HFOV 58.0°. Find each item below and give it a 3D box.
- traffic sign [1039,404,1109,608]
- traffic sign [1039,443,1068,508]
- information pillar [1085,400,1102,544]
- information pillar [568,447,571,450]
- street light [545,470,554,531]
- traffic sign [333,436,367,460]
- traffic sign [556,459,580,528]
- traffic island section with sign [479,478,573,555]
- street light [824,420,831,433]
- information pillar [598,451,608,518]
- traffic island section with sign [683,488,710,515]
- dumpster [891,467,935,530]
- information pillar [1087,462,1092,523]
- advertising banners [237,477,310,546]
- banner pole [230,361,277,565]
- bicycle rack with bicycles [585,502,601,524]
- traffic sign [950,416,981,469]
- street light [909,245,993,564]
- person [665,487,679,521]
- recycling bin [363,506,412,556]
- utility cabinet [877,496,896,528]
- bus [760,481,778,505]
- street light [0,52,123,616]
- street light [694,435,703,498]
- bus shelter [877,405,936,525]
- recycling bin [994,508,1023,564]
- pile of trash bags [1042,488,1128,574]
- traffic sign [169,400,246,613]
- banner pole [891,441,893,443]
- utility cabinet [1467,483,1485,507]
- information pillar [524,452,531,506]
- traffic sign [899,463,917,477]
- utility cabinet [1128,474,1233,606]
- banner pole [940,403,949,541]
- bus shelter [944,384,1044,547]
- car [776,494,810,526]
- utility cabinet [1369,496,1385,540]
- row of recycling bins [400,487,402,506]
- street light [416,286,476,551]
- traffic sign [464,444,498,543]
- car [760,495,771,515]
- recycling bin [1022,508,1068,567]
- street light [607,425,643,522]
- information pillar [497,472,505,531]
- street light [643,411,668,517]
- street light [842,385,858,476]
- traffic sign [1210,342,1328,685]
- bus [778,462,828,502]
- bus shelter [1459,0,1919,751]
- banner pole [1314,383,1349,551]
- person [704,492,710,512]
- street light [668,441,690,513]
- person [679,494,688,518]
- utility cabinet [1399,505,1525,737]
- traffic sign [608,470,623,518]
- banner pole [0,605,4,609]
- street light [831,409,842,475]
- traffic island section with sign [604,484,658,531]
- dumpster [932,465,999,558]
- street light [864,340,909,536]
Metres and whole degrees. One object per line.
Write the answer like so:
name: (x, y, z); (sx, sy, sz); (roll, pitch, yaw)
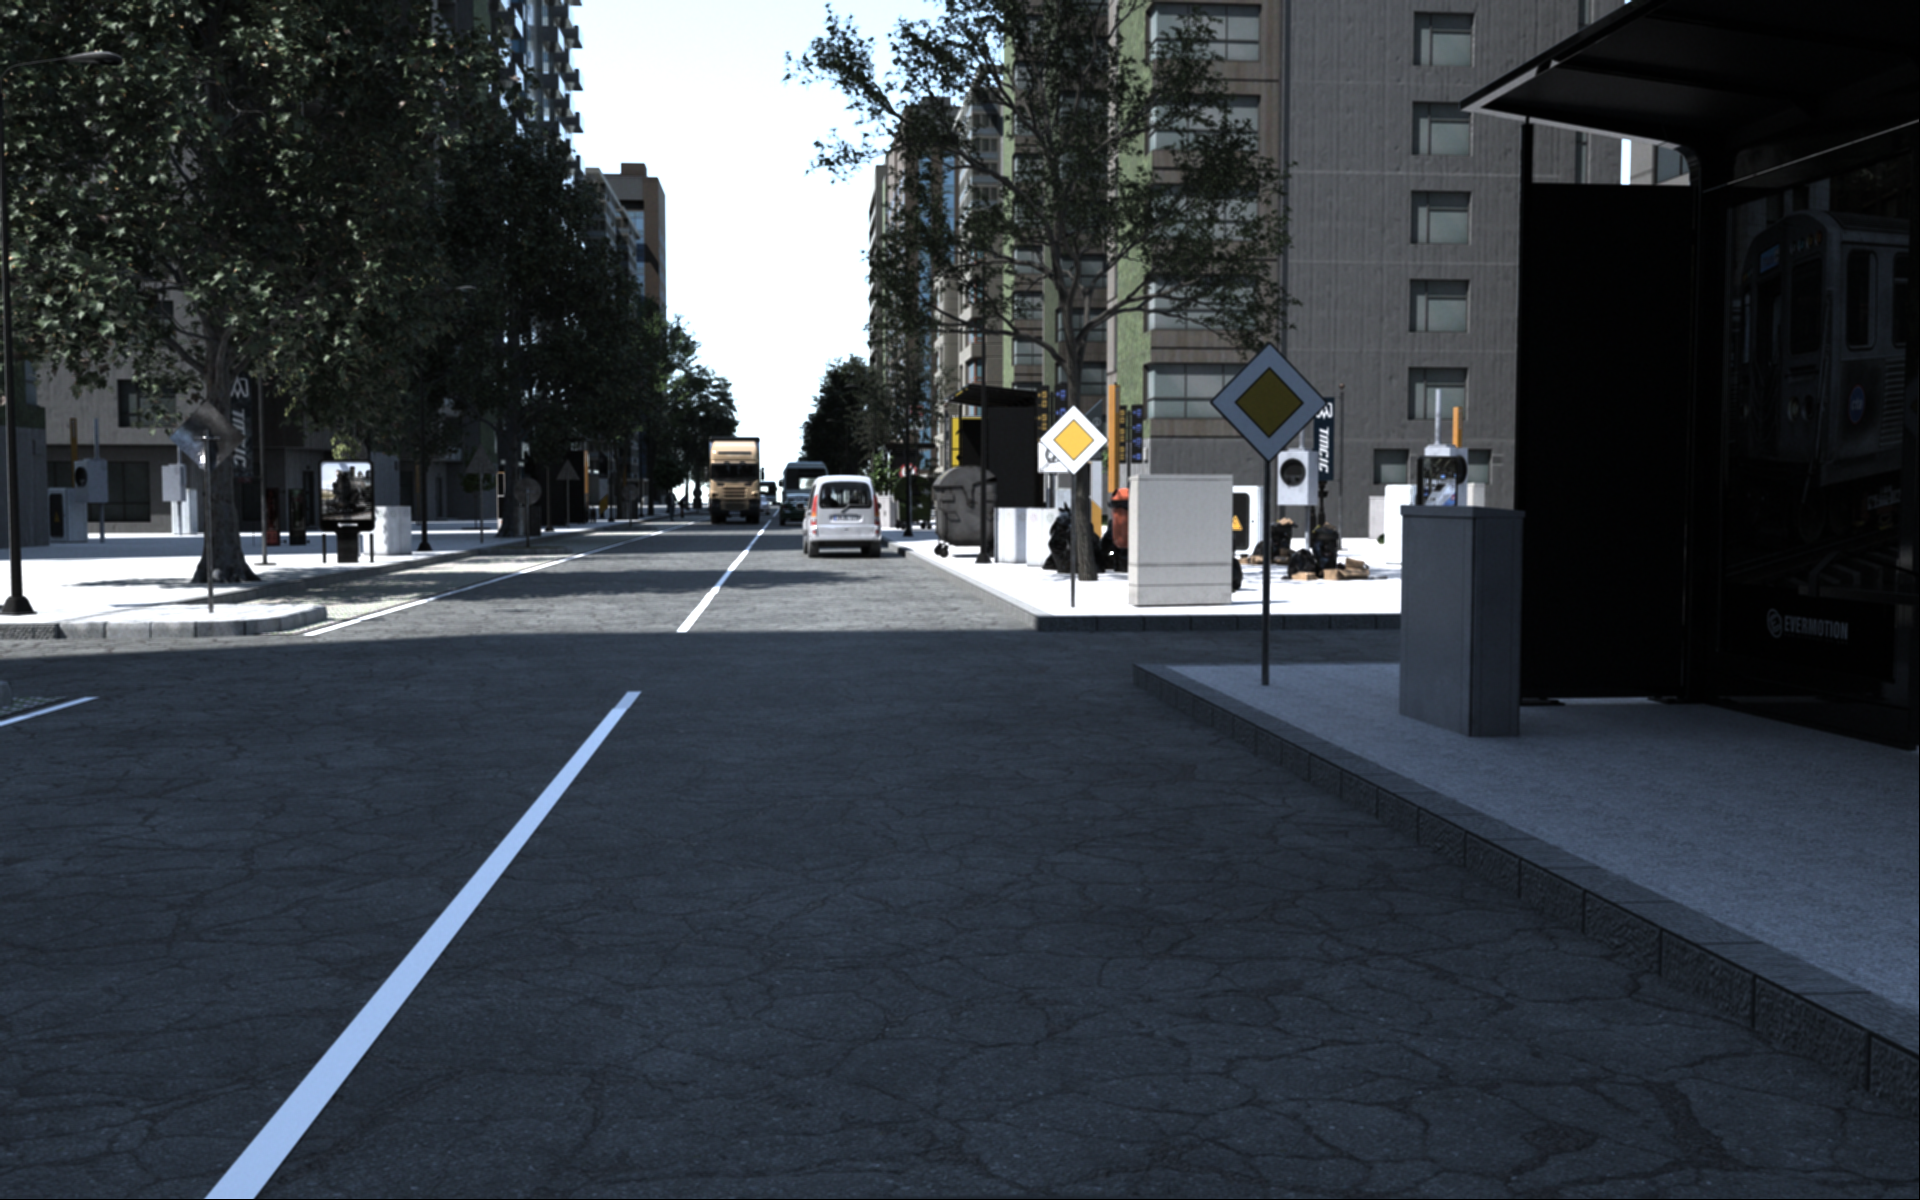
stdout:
traffic sign: (1.273, -0.971, 19.515); (0.795, 2.450, 0.064); (0, 4, -6)
traffic sign: (1.846, -1.964, 34.236); (0.606, 2.300, 0.079); (0, 4, 1)
information pillar: (3.303, -3.155, 42.944); (0.504, 3.616, 0.183); (-1, 4, -19)
information pillar: (-18.681, -5.559, 82.252); (0.504, 3.616, 0.183); (-1, 4, -17)
street light: (-13.574, -5.313, 59.413); (1.470, 5.913, 1.316); (0, 4, -6)
traffic sign: (-13.360, -2.314, 37.941); (0.768, 2.556, 0.104); (0, 4, 2)
traffic sign: (-14.680, -3.966, 64.843); (0.884, 2.594, 0.081); (0, 4, 1)
traffic island section with sign: (-10.311, -1.997, 41.279); (1.989, 1.847, 2.006); (0, 4, -6)
street light: (-7.617, -8.298, 108.208); (1.470, 5.913, 1.316); (0, 4, -6)
information pillar: (-18.853, -6.124, 91.482); (0.504, 3.616, 0.183); (-2, 4, -35)
traffic island section with sign: (-17.731, -6.654, 117.423); (1.989, 1.847, 2.006); (0, 4, -6)
dumpster: (-1.709, -3.702, 63.025); (1.502, 2.255, 1.985); (0, 4, -5)
information pillar: (2.852, -2.158, 39.771); (0.304, 2.012, 0.304); (0, 4, -5)
advertising banners: (-17.028, -2.850, 42.793); (0.090, 3.025, 2.074); (2, 4, 34)
banner pole: (-12.760, -2.512, 31.081); (0.863, 3.779, 0.401); (-3, 4, -36)
bicycle rack with bicycles: (-17.035, -3.860, 76.499); (2.852, 0.926, 2.925); (0, 4, 3)
traffic sign: (0.879, -3.122, 44.920); (2.265, 3.308, 0.079); (0, 4, 3)
street light: (-0.106, -3.623, 31.781); (1.470, 5.913, 1.316); (0, 4, -6)
person: (-15.074, -4.993, 90.483); (0.721, 1.781, 0.623); (3, 4, 36)
recycling bin: (-12.017, -1.455, 36.339); (0.722, 1.027, 0.722); (2, 4, 27)
utility cabinet: (-2.858, -3.358, 66.069); (0.306, 1.237, 1.020); (-3, 4, -37)
bus: (-26.521, -14.898, 238.435); (2.948, 3.499, 13.247); (0, 4, -5)
street light: (-9.498, -2.799, 18.307); (1.470, 5.913, 1.316); (0, 4, -6)
street light: (-20.988, -10.061, 137.036); (1.470, 5.913, 1.316); (0, 4, -6)
bus shelter: (-2.423, -5.977, 75.353); (2.179, 5.291, 8.768); (0, 4, -6)
recycling bin: (1.112, -1.198, 32.143); (0.722, 1.027, 0.722); (-2, 4, -31)
pile of trash bags: (2.455, -1.129, 28.209); (1.912, 1.369, 3.447); (0, 4, -5)
traffic sign: (-8.079, -0.917, 18.627); (0.795, 2.450, 0.064); (0, 4, -6)
banner pole: (-3.377, -5.583, 81.293); (0.863, 3.779, 0.401); (2, 4, 31)
utility cabinet: (10.181, -1.580, 34.515); (0.318, 1.500, 1.173); (2, 4, 26)
information pillar: (-23.205, -6.223, 93.095); (0.504, 3.616, 0.183); (1, 4, 21)
traffic sign: (-2.098, -4.304, 70.474); (0.768, 2.556, 0.104); (0, 4, 4)
utility cabinet: (2.521, -0.683, 19.850); (1.173, 1.500, 0.318); (-1, 4, -17)
banner pole: (-0.357, -3.509, 47.384); (0.401, 3.779, 0.863); (0, 4, -7)
bus shelter: (0.754, -2.982, 40.044); (1.731, 3.624, 6.357); (0, 4, -5)
car: (-7.463, -4.198, 80.441); (2.131, 1.459, 4.920); (0, 4, -6)
utility cabinet: (11.933, -2.273, 48.324); (1.020, 1.237, 0.306); (1, 4, 14)
row of recycling bins: (-24.797, -4.174, 75.355); (1.069, 1.692, 3.534); (-1, 4, -15)
street light: (-11.500, -4.054, 38.821); (1.470, 5.913, 1.316); (0, 4, -6)
traffic sign: (-12.465, -2.757, 45.079); (0.884, 2.594, 0.081); (0, 4, 4)
car: (-14.213, -6.644, 120.995); (2.083, 1.381, 4.827); (0, 4, -6)
recycling bin: (1.647, -1.098, 30.507); (0.722, 1.027, 0.722); (3, 4, 36)
street light: (-15.610, -6.578, 80.085); (1.470, 5.913, 1.316); (0, 4, -6)
information pillar: (-15.410, -3.300, 58.441); (0.304, 2.012, 0.304); (1, 4, 14)
street light: (-17.014, -7.505, 95.251); (1.470, 5.913, 1.316); (0, 4, -6)
street light: (-4.170, -6.190, 73.743); (1.470, 5.913, 1.316); (0, 4, -6)
traffic sign: (2.048, -0.485, 11.567); (0.795, 2.450, 0.064); (0, 4, -6)
bus: (-9.479, -6.734, 104.962); (2.948, 3.499, 13.247); (0, 4, -6)
bus shelter: (4.141, -0.992, 7.503); (1.731, 3.624, 6.357); (0, 4, -6)
banner pole: (8.428, -3.019, 39.378); (0.863, 3.779, 0.401); (1, 4, 22)
person: (-20.017, -7.952, 139.224); (1.217, 1.735, 0.721); (-1, 4, -21)
street light: (-19.035, -8.774, 116.000); (1.470, 5.913, 1.316); (0, 4, -6)
person: (-16.784, -5.714, 105.161); (0.421, 1.427, 0.697); (2, 4, 34)
utility cabinet: (2.772, 0.095, 9.617); (0.306, 1.237, 1.020); (0, 4, -7)
traffic sign: (-18.362, -5.628, 92.017); (0.884, 2.594, 0.081); (0, 4, 2)
banner pole: (-10.754, -1.779, 19.096); (0.401, 3.779, 0.863); (-3, 4, -38)
street light: (-6.122, -7.445, 94.261); (1.470, 5.913, 1.316); (0, 4, -6)
traffic island section with sign: (-12.925, -3.638, 68.108); (1.989, 1.847, 2.006); (0, 4, -6)
dumpster: (0.120, -1.823, 35.569); (1.264, 1.857, 1.865); (0, 4, -5)
street light: (-2.113, -4.878, 52.294); (1.470, 5.913, 1.316); (0, 4, -6)
